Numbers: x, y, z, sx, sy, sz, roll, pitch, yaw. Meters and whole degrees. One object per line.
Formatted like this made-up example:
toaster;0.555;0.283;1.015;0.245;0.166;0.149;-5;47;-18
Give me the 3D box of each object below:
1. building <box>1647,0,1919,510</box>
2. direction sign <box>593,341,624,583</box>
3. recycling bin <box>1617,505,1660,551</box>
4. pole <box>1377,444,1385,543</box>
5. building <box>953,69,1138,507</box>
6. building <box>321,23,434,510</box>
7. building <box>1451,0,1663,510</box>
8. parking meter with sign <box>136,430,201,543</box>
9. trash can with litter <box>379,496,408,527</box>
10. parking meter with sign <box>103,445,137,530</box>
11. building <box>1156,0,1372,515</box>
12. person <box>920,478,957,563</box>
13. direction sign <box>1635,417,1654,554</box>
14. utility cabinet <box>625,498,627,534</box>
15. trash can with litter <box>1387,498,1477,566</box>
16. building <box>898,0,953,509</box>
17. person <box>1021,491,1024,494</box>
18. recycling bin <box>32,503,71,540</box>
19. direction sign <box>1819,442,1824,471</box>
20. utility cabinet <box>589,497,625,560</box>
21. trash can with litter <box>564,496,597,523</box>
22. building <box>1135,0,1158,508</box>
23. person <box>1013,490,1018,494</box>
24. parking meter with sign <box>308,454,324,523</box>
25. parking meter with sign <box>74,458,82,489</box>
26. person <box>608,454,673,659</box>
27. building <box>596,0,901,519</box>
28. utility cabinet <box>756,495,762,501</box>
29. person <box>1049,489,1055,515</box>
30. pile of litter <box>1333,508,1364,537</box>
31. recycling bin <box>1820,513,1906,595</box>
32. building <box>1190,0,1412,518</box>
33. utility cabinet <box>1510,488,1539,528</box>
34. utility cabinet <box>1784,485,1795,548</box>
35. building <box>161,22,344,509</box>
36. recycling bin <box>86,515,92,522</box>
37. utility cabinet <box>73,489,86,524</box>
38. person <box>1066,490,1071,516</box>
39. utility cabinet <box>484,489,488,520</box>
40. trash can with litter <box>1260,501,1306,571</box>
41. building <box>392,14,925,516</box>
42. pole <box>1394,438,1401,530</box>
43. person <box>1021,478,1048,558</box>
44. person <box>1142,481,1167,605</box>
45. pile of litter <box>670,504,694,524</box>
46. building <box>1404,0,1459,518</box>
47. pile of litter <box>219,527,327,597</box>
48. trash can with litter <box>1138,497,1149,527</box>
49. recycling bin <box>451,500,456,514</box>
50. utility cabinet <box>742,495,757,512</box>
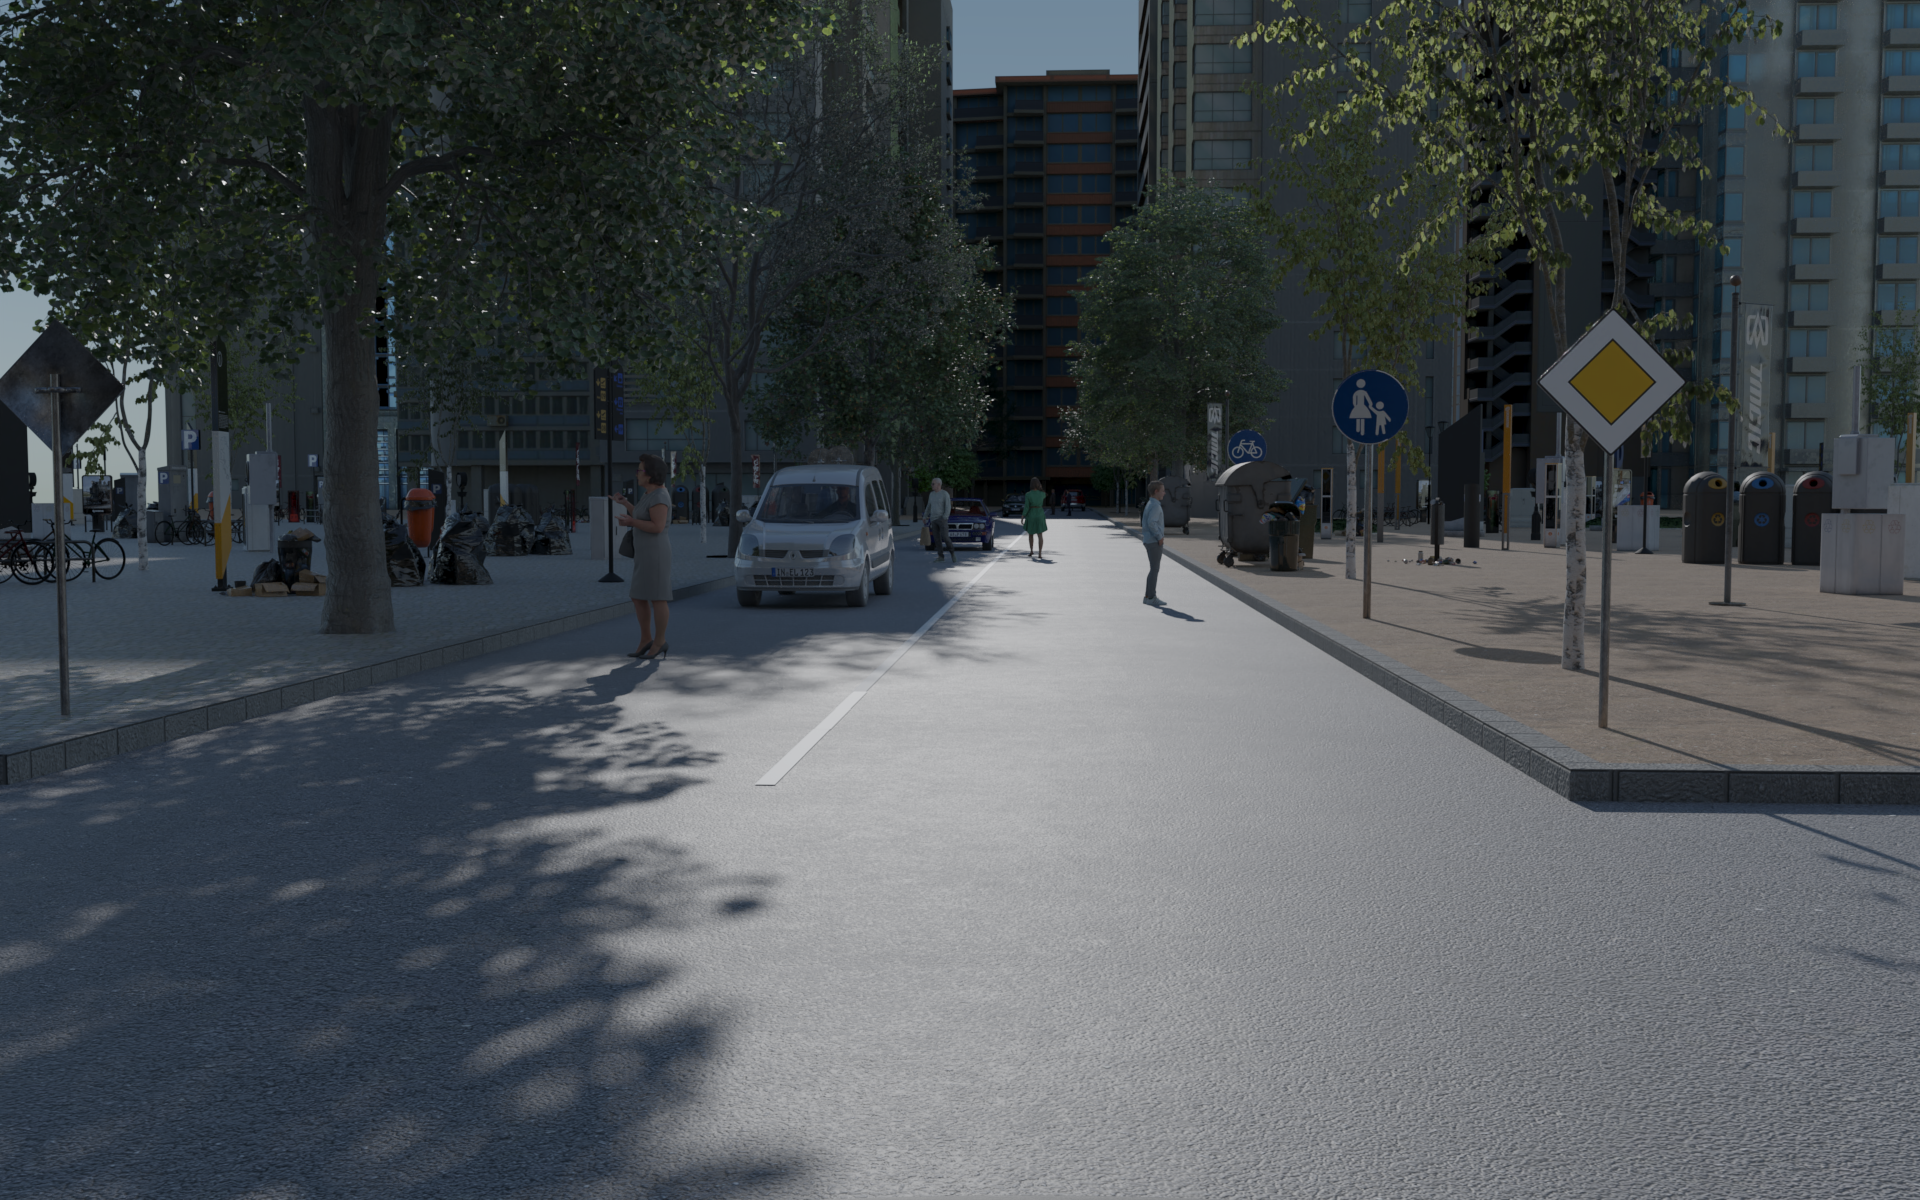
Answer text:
building;71.880;-31.912;141.366;30.456;49.044;23.786;0;4;3
direction sign;-5.087;-2.028;25.159;0.379;3.537;0.876;1;4;16
recycling bin;15.291;-1.620;39.043;0.722;1.027;0.722;3;5;41
pole;11.138;-3.179;45.823;0.158;3.312;0.155;0;3;0
building;11.576;-32.248;181.871;28.867;44.769;22.147;0;4;3
building;-38.094;-51.033;147.059;31.000;86.520;22.319;0;4;3
building;49.903;-30.452;147.996;14.200;45.320;14.600;0;4;3
parking meter with sign;-20.988;-3.048;46.095;0.543;3.016;1.738;1;4;14
trash can with litter;-22.248;-3.447;67.413;2.233;1.210;1.678;0;4;5
parking meter with sign;-29.587;-4.011;61.838;1.738;3.016;0.543;-2;4;-25
building;21.334;-27.106;126.780;14.154;41.232;14.086;0;4;3
person;-0.480;-1.674;36.350;0.782;1.767;0.515;3;4;38
direction sign;14.654;-2.752;36.990;0.379;3.537;0.876;1;4;8
utility cabinet;-8.054;-1.744;39.678;1.020;1.237;0.306;3;5;40
trash can with litter;8.641;-1.272;31.849;1.678;1.210;2.233;1;4;19
building;-11.769;-32.059;147.858;21.600;48.544;21.300;0;4;3
person;5.518;-8.914;155.030;0.721;1.735;1.217;1;4;23
recycling bin;-25.549;-2.211;48.707;0.722;1.027;0.722;0;4;6
direction sign;37.897;-5.156;76.290;0.379;3.537;0.876;1;4;18
utility cabinet;-6.993;-1.413;34.270;0.306;1.237;1.020;0;4;8
trash can with litter;-16.662;-4.062;77.475;2.233;1.210;1.678;2;4;23
building;25.906;-31.851;144.468;21.300;48.544;21.600;0;4;3
person;4.558;-8.274;143.800;1.348;1.821;0.705;-1;4;-21
parking meter with sign;-28.096;-4.933;76.907;0.543;3.016;1.738;1;4;21
parking meter with sign;-41.643;-5.325;83.330;0.543;3.016;1.738;2;4;31
person;-2.798;-0.383;15.116;0.532;1.782;0.716;-1;4;-22
building;-10.844;-24.992;92.211;14.154;41.232;14.086;0;4;3
utility cabinet;-7.686;-3.642;70.712;1.020;1.237;0.306;0;4;2
person;6.392;-6.773;119.797;0.434;1.755;0.990;0;4;-5
pile of litter;11.993;-2.384;52.939;1.176;0.858;1.719;1;4;21
recycling bin;11.605;-0.595;22.280;0.722;1.027;0.722;0;4;-8
building;20.497;-26.248;112.746;14.154;41.232;14.086;0;4;3
utility cabinet;21.231;-3.460;65.242;0.318;1.500;1.173;-2;4;-35
utility cabinet;20.068;-1.970;40.882;1.173;1.500;0.318;-1;4;-15
building;-60.759;-28.761;153.843;14.086;41.232;14.154;0;4;3
recycling bin;-40.613;-4.187;81.017;0.722;1.027;0.722;-1;4;-15
utility cabinet;-37.152;-3.894;72.349;0.318;1.500;1.173;2;4;29
person;7.095;-6.336;113.019;0.530;1.710;0.541;2;4;31
utility cabinet;-21.532;-4.389;80.446;1.173;1.500;0.318;1;4;22
trash can with litter;5.425;-1.076;28.983;0.624;1.170;1.055;1;4;23
building;-18.921;-25.681;111.764;32.217;40.220;23.993;0;4;3
pole;15.656;-4.164;61.926;0.158;3.312;0.155;0;3;0
person;1.681;-1.835;38.743;0.600;1.795;0.529;-1;4;-17
person;2.516;-0.738;22.377;0.330;1.601;0.589;0;4;6
pile of litter;-12.252;-3.715;74.706;1.719;0.858;1.176;-2;4;-25
building;19.837;-25.389;98.701;14.154;41.232;14.086;0;4;3
pile of litter;-8.494;-0.493;22.023;1.719;0.858;1.176;1;4;13
trash can with litter;7.400;-3.376;66.579;1.055;1.170;0.624;2;4;25
recycling bin;-22.027;-3.778;74.329;0.722;1.027;0.722;-1;4;-18
utility cabinet;-9.941;-4.268;80.951;1.020;1.237;0.306;2;4;26
